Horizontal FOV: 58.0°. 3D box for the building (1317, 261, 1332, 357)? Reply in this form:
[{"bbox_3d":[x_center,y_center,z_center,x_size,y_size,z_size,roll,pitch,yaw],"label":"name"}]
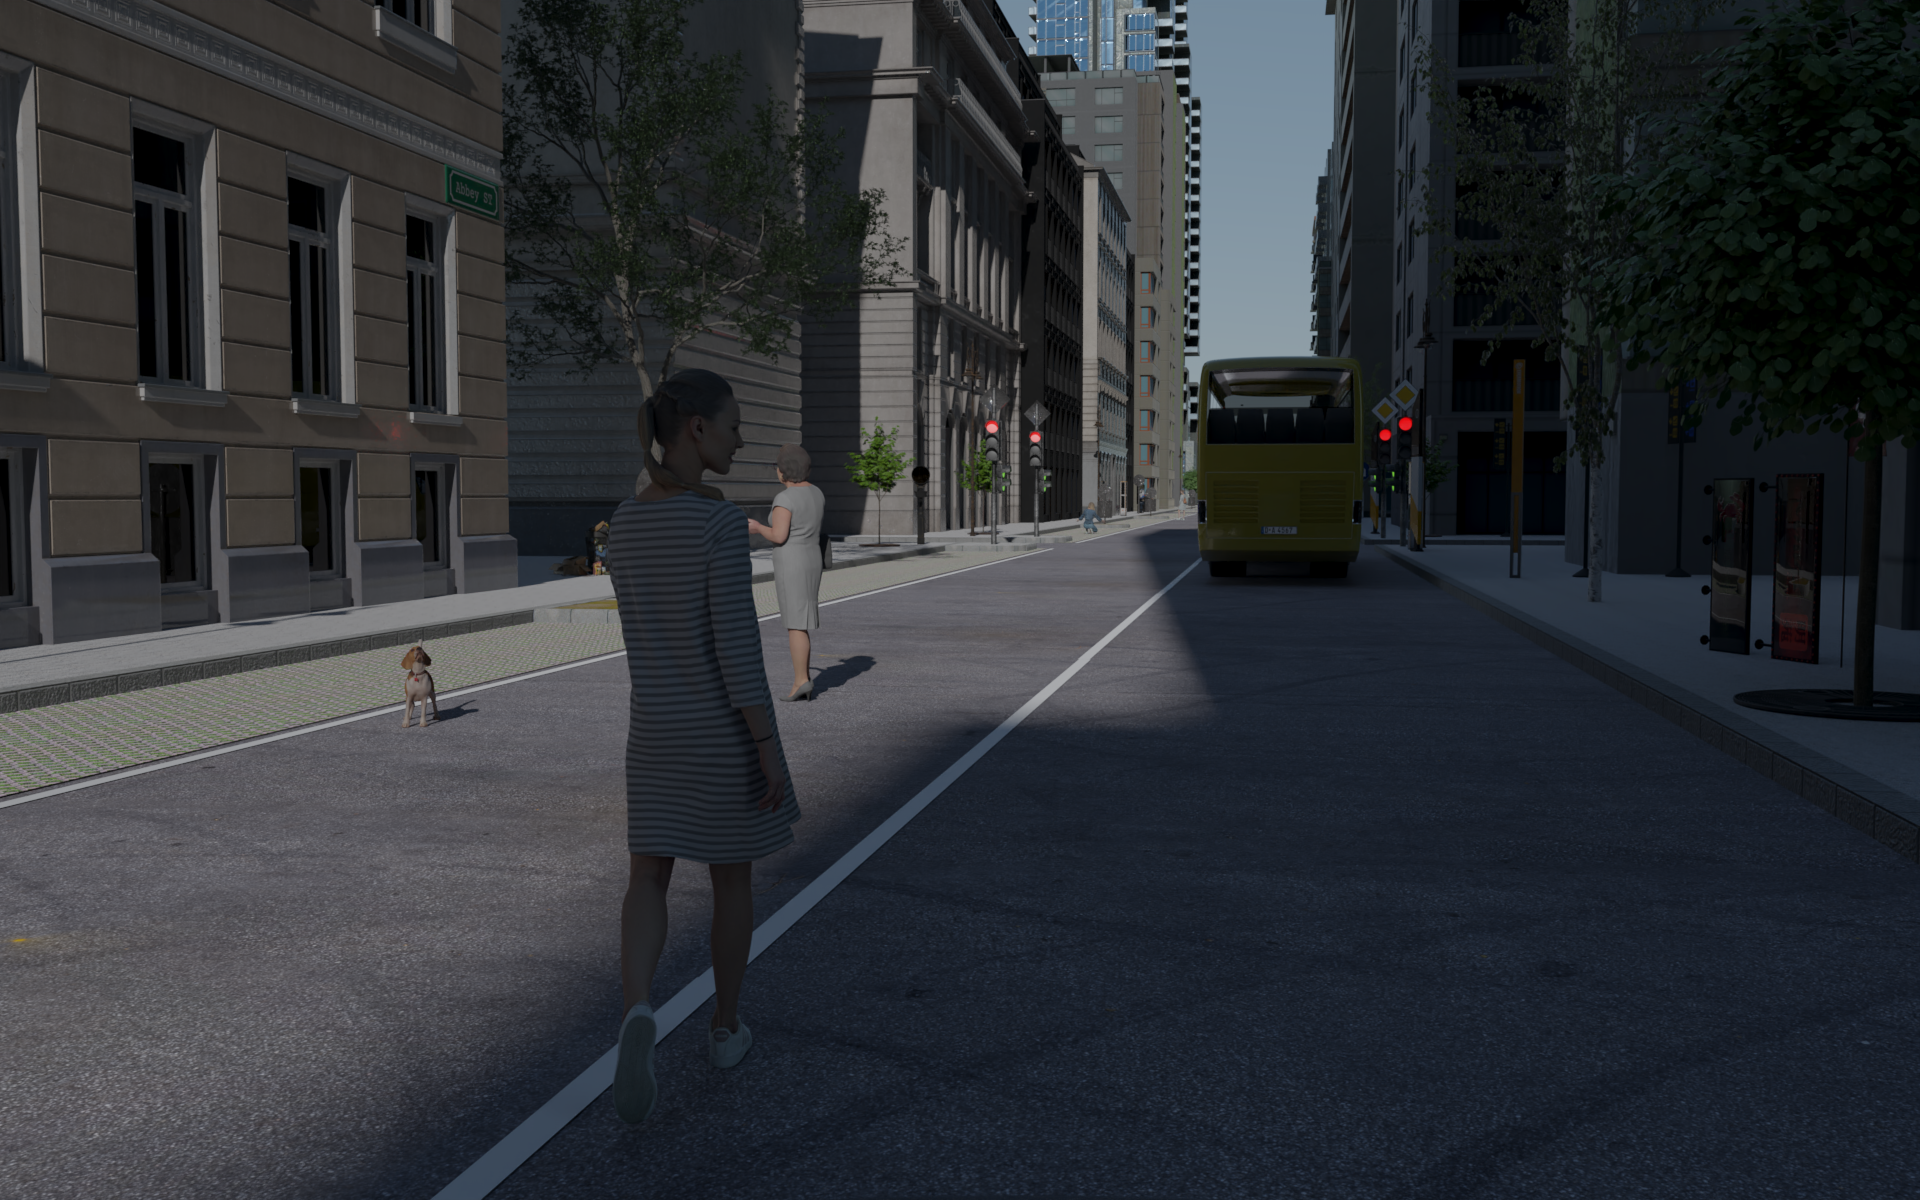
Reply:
[{"bbox_3d":[51.163,-27.046,213.905,14.160,30.474,14.107,1,4,10],"label":"building"}]

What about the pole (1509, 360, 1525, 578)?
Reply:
[{"bbox_3d":[8.495,-1.991,26.393,0.158,3.312,0.155,0,3,0],"label":"pole"}]

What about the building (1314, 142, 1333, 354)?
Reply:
[{"bbox_3d":[59.400,-37.605,234.445,23.786,49.044,30.456,1,4,10],"label":"building"}]

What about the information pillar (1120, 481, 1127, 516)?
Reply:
[{"bbox_3d":[9.555,-5.908,101.079,0.304,2.012,0.304,2,4,24],"label":"information pillar"}]

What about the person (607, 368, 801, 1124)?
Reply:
[{"bbox_3d":[-0.635,0.312,4.156,0.466,1.731,0.760,0,4,2],"label":"person"}]

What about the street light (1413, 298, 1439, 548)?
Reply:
[{"bbox_3d":[11.026,-4.178,41.102,0.468,5.910,1.993,1,4,10],"label":"street light"}]

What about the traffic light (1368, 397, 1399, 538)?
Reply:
[{"bbox_3d":[12.267,-3.746,50.165,0.839,4.253,0.868,1,4,10],"label":"traffic light"}]

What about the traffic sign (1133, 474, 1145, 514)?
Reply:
[{"bbox_3d":[11.605,-6.869,112.408,0.768,2.556,0.104,1,4,16],"label":"traffic sign"}]

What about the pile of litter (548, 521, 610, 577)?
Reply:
[{"bbox_3d":[-6.023,-0.839,27.679,1.176,0.858,1.719,1,4,10],"label":"pile of litter"}]

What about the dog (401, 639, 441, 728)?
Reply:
[{"bbox_3d":[-3.368,0.519,10.805,0.540,0.507,0.406,3,4,37],"label":"dog"}]

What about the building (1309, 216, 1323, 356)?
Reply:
[{"bbox_3d":[64.692,-37.281,264.168,22.147,44.769,28.867,1,4,10],"label":"building"}]

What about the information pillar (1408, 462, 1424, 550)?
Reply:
[{"bbox_3d":[10.464,-2.157,39.754,0.304,2.012,0.304,0,4,5],"label":"information pillar"}]

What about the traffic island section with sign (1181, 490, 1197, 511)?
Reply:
[{"bbox_3d":[20.082,-8.614,149.458,1.989,1.847,2.006,1,4,10],"label":"traffic island section with sign"}]

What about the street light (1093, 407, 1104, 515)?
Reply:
[{"bbox_3d":[7.233,-7.191,90.363,0.468,5.910,1.993,1,4,10],"label":"street light"}]

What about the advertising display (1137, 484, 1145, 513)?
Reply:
[{"bbox_3d":[12.018,-6.728,115.218,0.123,1.923,0.974,2,4,32],"label":"advertising display"}]

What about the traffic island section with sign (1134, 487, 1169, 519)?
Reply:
[{"bbox_3d":[11.127,-5.619,100.500,1.989,1.847,2.006,1,4,10],"label":"traffic island section with sign"}]

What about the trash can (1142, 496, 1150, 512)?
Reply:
[{"bbox_3d":[13.166,-6.782,122.543,0.748,1.137,0.748,0,3,0],"label":"trash can"}]

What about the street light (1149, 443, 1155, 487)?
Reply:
[{"bbox_3d":[14.191,-9.518,128.401,0.468,5.910,1.993,1,4,10],"label":"street light"}]

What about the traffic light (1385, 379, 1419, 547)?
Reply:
[{"bbox_3d":[10.831,-3.265,42.310,0.839,4.253,0.868,1,4,10],"label":"traffic light"}]

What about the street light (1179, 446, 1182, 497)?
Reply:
[{"bbox_3d":[21.150,-11.830,166.205,0.468,5.910,1.993,1,4,10],"label":"street light"}]

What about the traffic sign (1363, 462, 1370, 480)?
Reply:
[{"bbox_3d":[15.433,-4.082,66.838,0.768,2.556,0.104,1,4,13],"label":"traffic sign"}]

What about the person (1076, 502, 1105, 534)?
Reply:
[{"bbox_3d":[4.596,-2.933,61.955,1.012,1.151,0.738,2,4,24],"label":"person"}]

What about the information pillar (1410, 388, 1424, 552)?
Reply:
[{"bbox_3d":[10.187,-2.890,38.612,0.183,3.616,0.504,0,4,-5],"label":"information pillar"}]

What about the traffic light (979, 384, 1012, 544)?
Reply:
[{"bbox_3d":[0.881,-3.375,44.106,0.839,4.253,0.868,1,4,10],"label":"traffic light"}]

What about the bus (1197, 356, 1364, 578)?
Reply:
[{"bbox_3d":[6.010,-2.513,32.629,2.896,3.916,12.252,1,4,10],"label":"bus"}]

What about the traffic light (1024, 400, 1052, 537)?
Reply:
[{"bbox_3d":[2.317,-3.856,51.961,0.839,4.253,0.868,1,4,10],"label":"traffic light"}]

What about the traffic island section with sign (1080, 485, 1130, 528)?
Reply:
[{"bbox_3d":[6.182,-3.962,73.407,1.989,1.847,2.006,1,4,10],"label":"traffic island section with sign"}]

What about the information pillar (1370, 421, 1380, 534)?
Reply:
[{"bbox_3d":[13.382,-3.944,55.847,0.183,3.616,0.504,-1,4,-10],"label":"information pillar"}]

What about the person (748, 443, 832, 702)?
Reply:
[{"bbox_3d":[-1.169,-0.196,12.060,0.532,1.782,0.716,2,4,27],"label":"person"}]

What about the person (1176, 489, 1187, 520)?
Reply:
[{"bbox_3d":[12.281,-5.265,95.594,0.522,1.701,0.512,3,5,44],"label":"person"}]

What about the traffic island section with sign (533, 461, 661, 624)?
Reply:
[{"bbox_3d":[-3.590,-0.692,19.947,1.989,1.847,2.006,1,4,10],"label":"traffic island section with sign"}]

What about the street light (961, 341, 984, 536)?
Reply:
[{"bbox_3d":[0.383,-4.879,52.562,0.468,5.910,1.993,1,4,10],"label":"street light"}]
